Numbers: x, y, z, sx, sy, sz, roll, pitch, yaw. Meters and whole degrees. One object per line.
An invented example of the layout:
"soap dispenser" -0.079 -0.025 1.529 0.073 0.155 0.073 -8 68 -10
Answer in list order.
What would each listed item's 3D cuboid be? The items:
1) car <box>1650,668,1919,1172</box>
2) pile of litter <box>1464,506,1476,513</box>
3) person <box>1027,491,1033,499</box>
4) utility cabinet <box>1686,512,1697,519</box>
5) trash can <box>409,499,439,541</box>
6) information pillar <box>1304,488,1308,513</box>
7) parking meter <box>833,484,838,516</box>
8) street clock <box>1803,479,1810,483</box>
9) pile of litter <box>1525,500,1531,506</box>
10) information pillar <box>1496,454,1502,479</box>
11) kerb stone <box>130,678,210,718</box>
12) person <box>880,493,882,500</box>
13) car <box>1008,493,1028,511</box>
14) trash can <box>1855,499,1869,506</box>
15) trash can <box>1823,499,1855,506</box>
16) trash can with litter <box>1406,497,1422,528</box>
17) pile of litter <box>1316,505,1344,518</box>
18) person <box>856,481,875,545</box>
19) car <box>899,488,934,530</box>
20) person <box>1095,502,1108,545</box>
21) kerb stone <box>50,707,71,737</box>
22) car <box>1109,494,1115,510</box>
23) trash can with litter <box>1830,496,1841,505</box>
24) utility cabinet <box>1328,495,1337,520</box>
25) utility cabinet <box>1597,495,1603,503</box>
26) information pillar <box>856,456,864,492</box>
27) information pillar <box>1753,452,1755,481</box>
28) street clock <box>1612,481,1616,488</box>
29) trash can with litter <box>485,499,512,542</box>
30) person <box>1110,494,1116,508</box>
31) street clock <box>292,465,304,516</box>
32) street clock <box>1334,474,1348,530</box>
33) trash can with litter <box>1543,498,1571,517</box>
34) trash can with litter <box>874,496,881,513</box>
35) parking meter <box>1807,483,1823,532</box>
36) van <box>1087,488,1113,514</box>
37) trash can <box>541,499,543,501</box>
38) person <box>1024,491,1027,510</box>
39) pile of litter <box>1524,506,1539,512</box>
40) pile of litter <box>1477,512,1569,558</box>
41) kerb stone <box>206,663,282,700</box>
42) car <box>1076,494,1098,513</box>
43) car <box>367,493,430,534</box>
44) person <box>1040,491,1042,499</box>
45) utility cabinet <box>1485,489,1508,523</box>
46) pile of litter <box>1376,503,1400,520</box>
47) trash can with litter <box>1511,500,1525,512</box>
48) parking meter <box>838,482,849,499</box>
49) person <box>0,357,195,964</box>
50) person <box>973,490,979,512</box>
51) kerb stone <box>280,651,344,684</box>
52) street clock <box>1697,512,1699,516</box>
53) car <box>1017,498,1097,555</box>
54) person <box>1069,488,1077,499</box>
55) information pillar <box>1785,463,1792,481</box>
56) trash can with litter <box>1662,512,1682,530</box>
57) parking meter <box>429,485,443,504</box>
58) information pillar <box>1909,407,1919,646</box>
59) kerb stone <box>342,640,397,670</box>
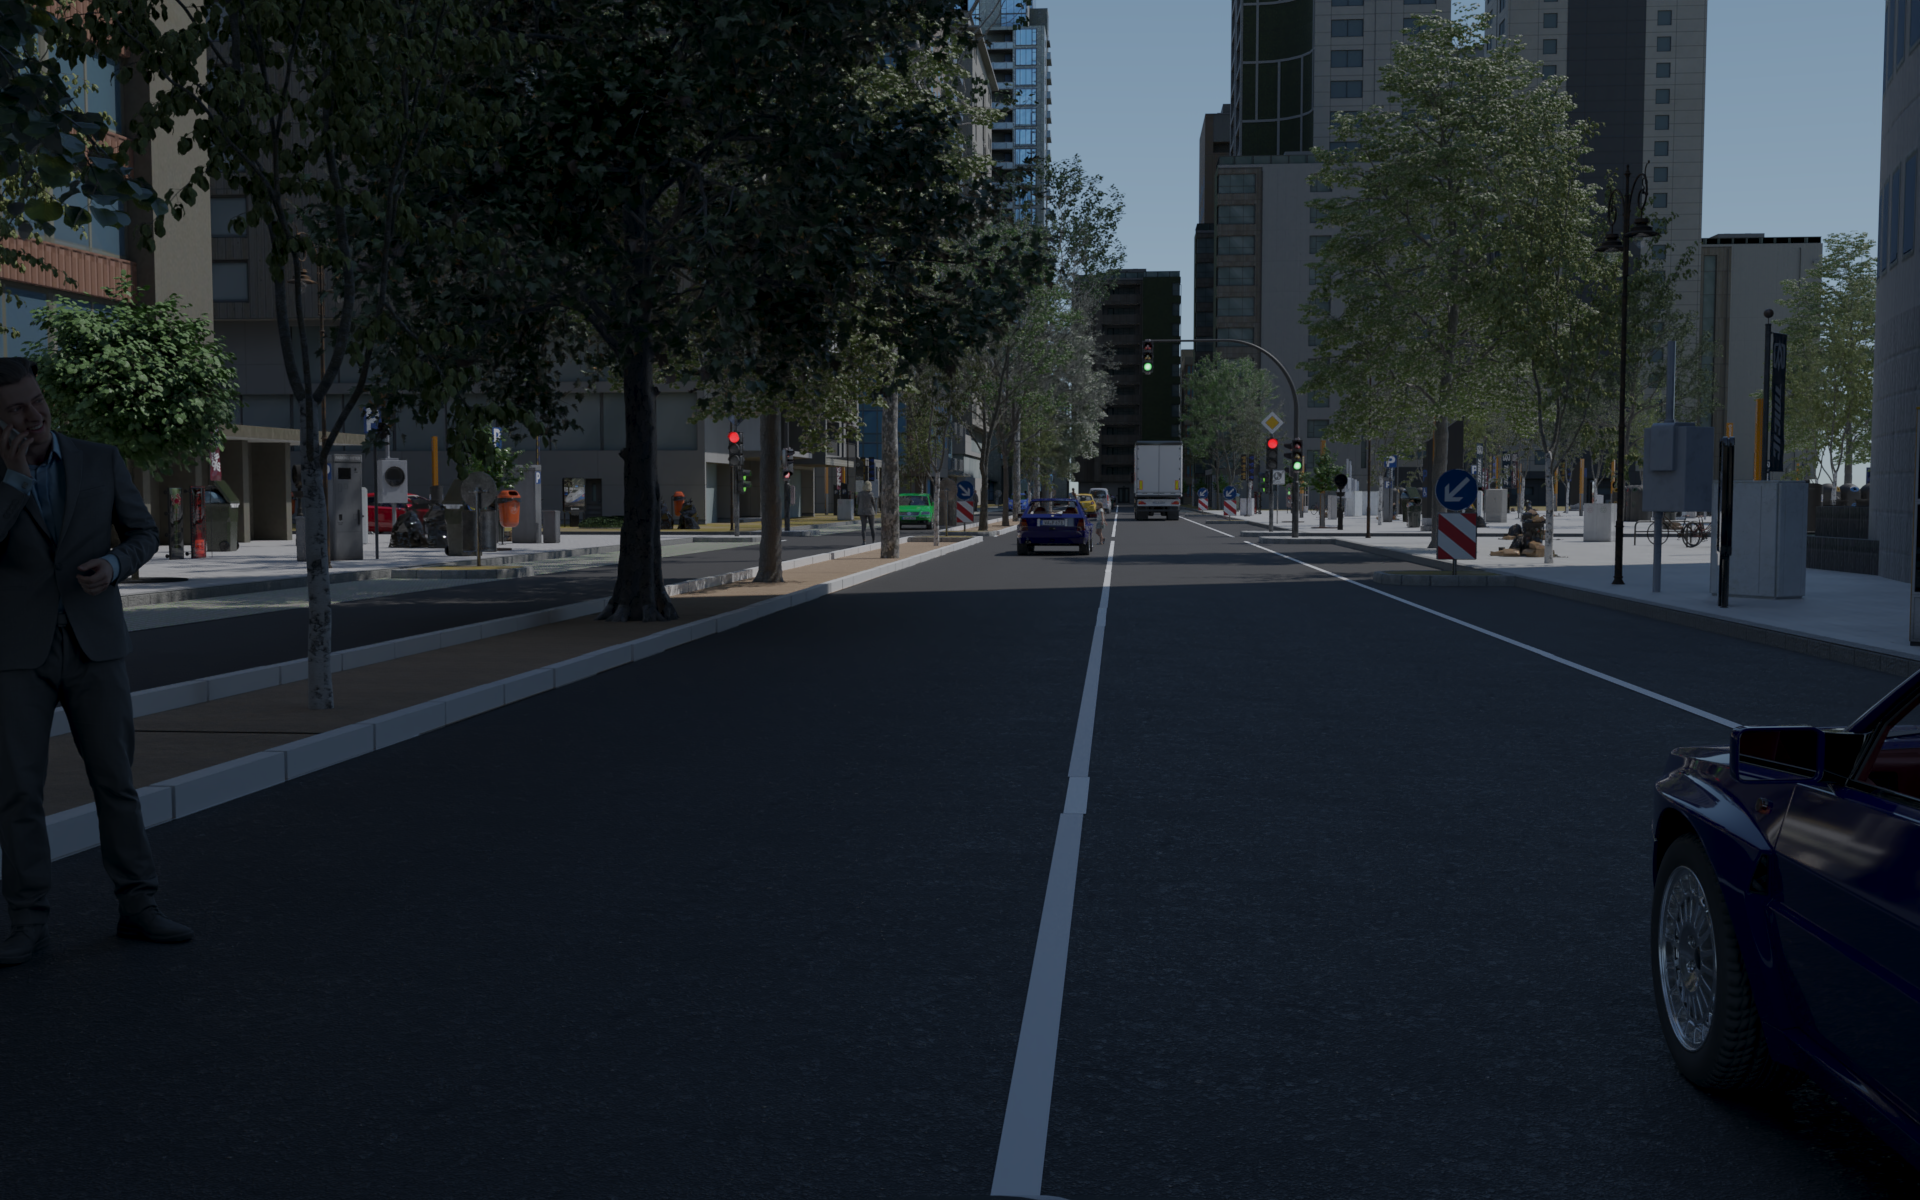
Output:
"car" 2.490 0.589 2.946 1.945 1.354 3.894 0 4 6
"pile of litter" 19.403 -3.199 66.262 1.719 0.858 1.176 1 4 12
"person" 8.049 -11.645 198.880 0.705 1.826 1.348 2 4 31
"utility cabinet" 38.203 -4.891 91.132 1.020 1.237 0.306 3 5 41
"trash can" -14.250 -2.106 46.081 0.748 1.137 0.748 0 3 0
"information pillar" 23.662 -6.987 118.724 0.304 2.012 0.304 -2 4 -35
"parking meter" -7.338 -5.969 103.304 0.399 1.863 0.255 1 4 15
"street clock" 41.179 -4.875 84.284 0.358 2.002 0.471 3 5 42
"pile of litter" 43.093 -7.135 130.623 1.176 0.858 1.719 1 4 11
"information pillar" 31.610 -6.745 101.629 0.504 3.616 0.183 -2 4 -30
"kerb stone" -5.276 0.661 11.400 0.120 0.150 1.000 0 4 5
"person" -3.480 -4.414 80.939 0.520 1.790 0.573 1 4 14
"car" 4.887 -8.261 144.654 1.945 1.707 3.694 0 4 4
"trash can" 26.010 -2.323 49.637 0.748 1.137 0.748 0 3 0
"trash can" 20.847 -1.825 41.492 0.748 1.137 0.748 0 3 0
"trash can with litter" 17.234 -3.344 66.065 0.624 1.170 1.055 0 4 2
"pile of litter" 20.008 -4.871 93.607 1.719 0.858 1.176 -1 4 -11
"person" -2.630 -2.438 48.542 0.537 1.800 0.526 1 4 13
"car" -1.886 -3.798 70.892 1.959 1.807 4.718 0 4 3
"person" 4.024 -2.167 48.939 0.382 1.210 0.505 0 4 -7
"kerb stone" -5.368 0.723 10.372 0.120 0.150 1.000 0 4 5
"car" 13.321 -9.106 160.675 2.131 1.459 4.920 0 4 6
"trash can with litter" 31.873 -3.169 62.871 1.678 1.210 2.233 0 4 -5
"utility cabinet" 18.730 -4.643 87.071 0.306 1.237 1.020 0 4 2
"utility cabinet" 44.191 -6.663 120.109 1.020 1.237 0.306 -2 4 -35
"information pillar" -6.099 -6.955 105.062 0.504 3.616 0.183 0 4 -1
"information pillar" 44.543 -6.445 96.727 0.504 3.616 0.183 3 5 43
"street clock" 35.623 -5.463 93.888 0.358 2.002 0.471 -3 5 -39
"trash can with litter" -12.368 -2.154 46.606 0.624 1.170 1.055 2 4 28
"person" 15.722 -10.180 178.169 0.697 1.427 0.421 2 4 26
"street clock" -16.282 -2.332 42.703 0.358 2.002 0.471 -3 4 -37
"street clock" 13.541 -3.490 61.624 0.471 2.002 0.358 0 4 6
"trash can with litter" 33.807 -5.359 98.672 1.678 1.210 2.233 1 4 12
"trash can with litter" -4.964 -6.363 115.088 2.233 1.210 1.678 2 4 33
"parking meter" 19.570 -1.915 39.722 0.372 1.533 0.369 0 3 0
"van" 10.230 -7.356 127.280 2.013 2.044 4.112 0 4 7
"trash can" -12.220 -2.300 49.254 0.748 1.137 0.748 0 3 0
"person" 5.822 -9.026 156.752 0.721 1.739 1.217 0 4 -2
"pile of litter" 15.999 -2.112 48.499 1.719 0.858 1.176 2 4 29
"pile of litter" 11.636 -1.317 35.500 1.176 0.858 1.719 -1 4 -20
"kerb stone" -5.184 0.598 12.425 0.120 0.150 1.000 0 4 5
"car" 8.326 -6.522 116.858 2.015 1.641 3.980 0 4 5
"car" -18.183 -2.921 56.799 4.494 1.783 2.155 0 4 6
"person" 8.027 -10.085 174.208 0.721 1.723 1.217 3 5 42
"utility cabinet" 23.743 -4.161 76.710 0.318 1.500 1.173 -1 4 -18
"pile of litter" 21.263 -4.412 86.097 1.176 0.858 1.719 1 4 16
"trash can with litter" 40.439 -6.993 125.727 1.055 1.170 0.624 2 4 26
"parking meter" -5.703 -4.907 85.939 0.399 1.863 0.255 0 4 8
"person" -2.761 0.179 5.373 0.655 1.846 0.447 -2 4 -35
"person" 1.316 -8.014 140.086 0.434 1.755 0.990 2 4 24
"kerb stone" -5.084 0.538 13.445 0.120 0.150 1.000 0 4 5
"street clock" 40.354 -5.523 94.864 0.471 2.002 0.358 0 4 8
"car" 2.332 -1.797 41.953 1.945 1.354 3.894 0 4 6
"person" 6.727 -5.769 102.909 0.616 1.811 0.778 2 4 29
"information pillar" 61.884 -8.443 129.393 0.504 3.616 0.183 -1 4 -11
"trash can with litter" 25.619 -3.107 62.189 0.624 1.170 1.055 0 4 -6
"parking meter" -15.215 -2.565 50.344 0.372 1.533 0.369 0 3 0
"information pillar" 8.227 -0.616 14.558 0.304 2.012 0.304 -3 5 -39
"kerb stone" -4.988 0.474 14.462 0.120 0.150 1.000 0 4 5
